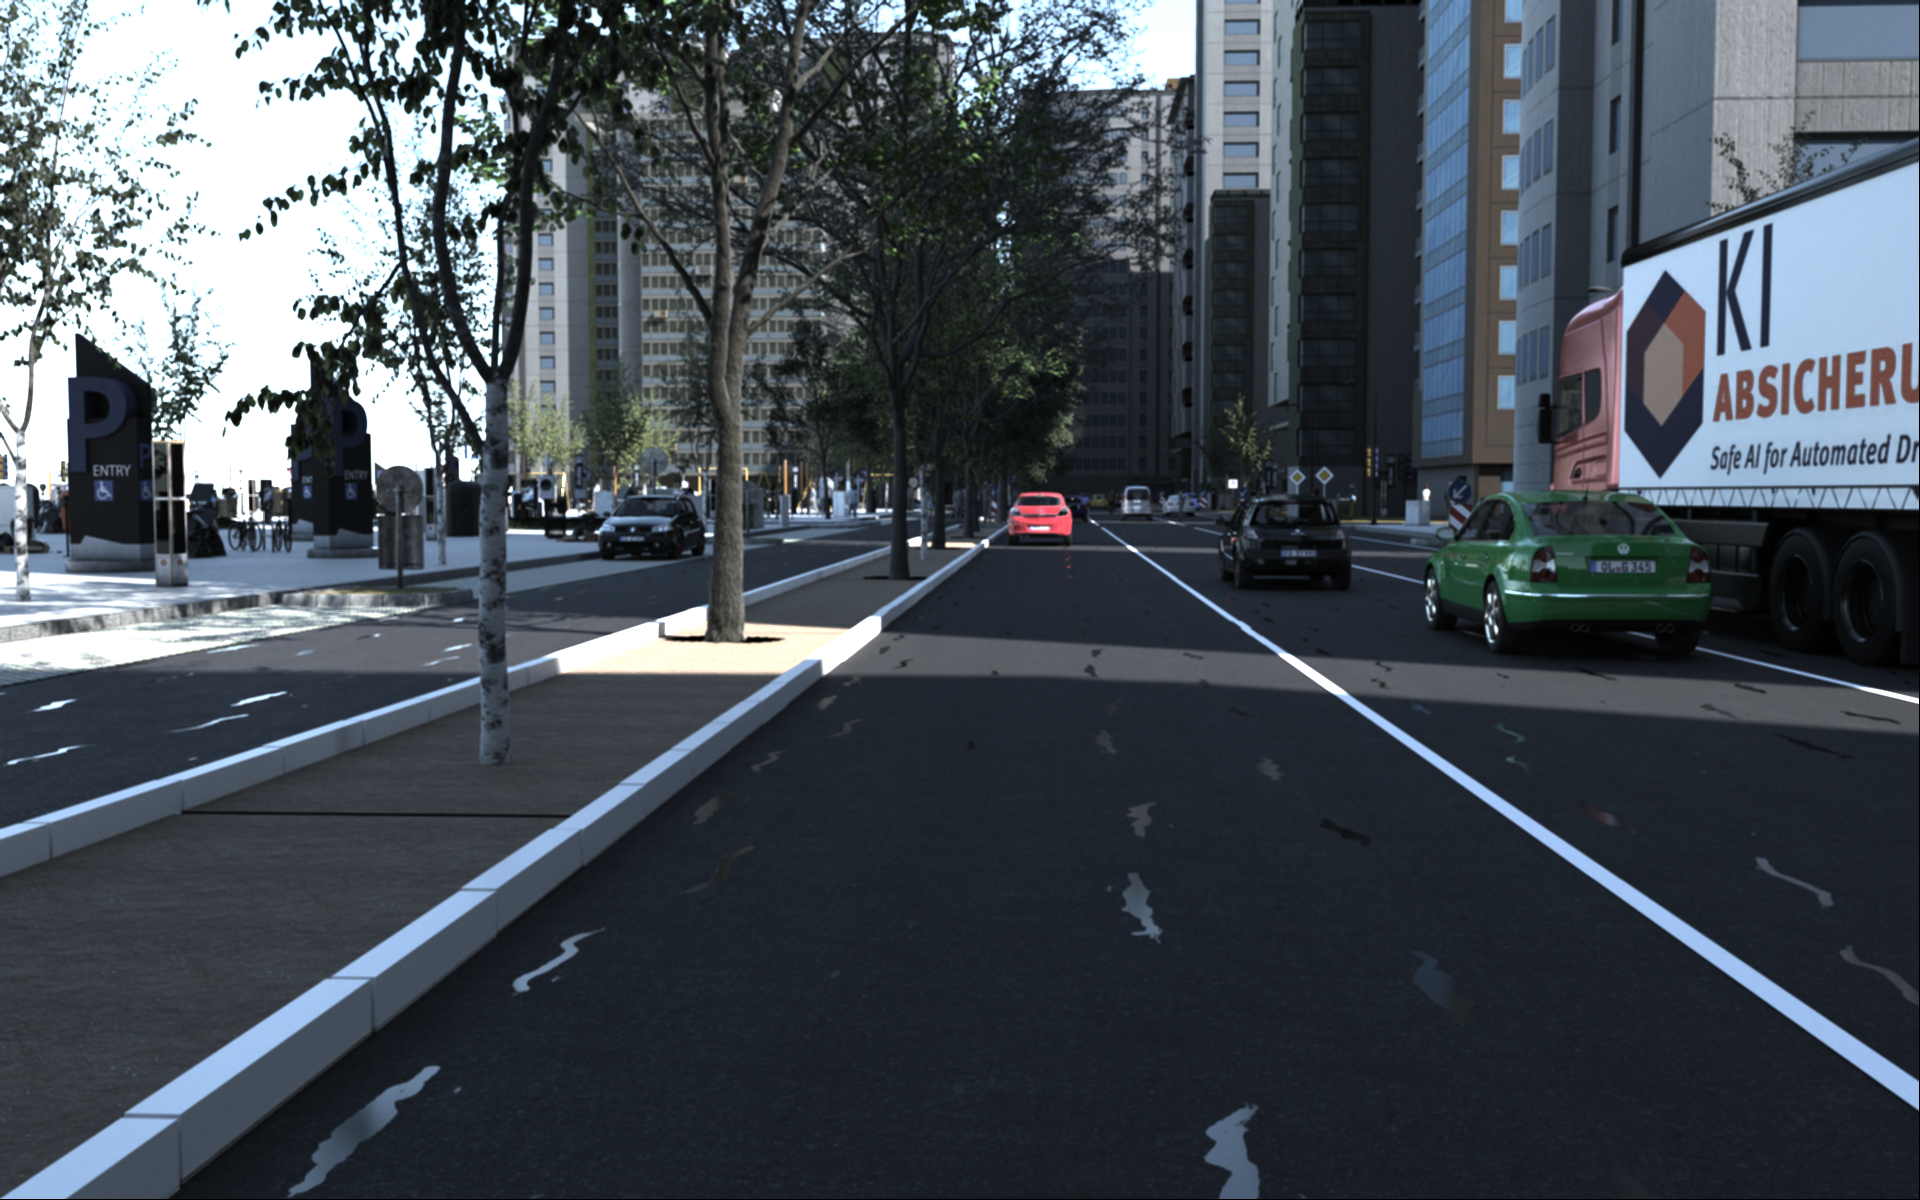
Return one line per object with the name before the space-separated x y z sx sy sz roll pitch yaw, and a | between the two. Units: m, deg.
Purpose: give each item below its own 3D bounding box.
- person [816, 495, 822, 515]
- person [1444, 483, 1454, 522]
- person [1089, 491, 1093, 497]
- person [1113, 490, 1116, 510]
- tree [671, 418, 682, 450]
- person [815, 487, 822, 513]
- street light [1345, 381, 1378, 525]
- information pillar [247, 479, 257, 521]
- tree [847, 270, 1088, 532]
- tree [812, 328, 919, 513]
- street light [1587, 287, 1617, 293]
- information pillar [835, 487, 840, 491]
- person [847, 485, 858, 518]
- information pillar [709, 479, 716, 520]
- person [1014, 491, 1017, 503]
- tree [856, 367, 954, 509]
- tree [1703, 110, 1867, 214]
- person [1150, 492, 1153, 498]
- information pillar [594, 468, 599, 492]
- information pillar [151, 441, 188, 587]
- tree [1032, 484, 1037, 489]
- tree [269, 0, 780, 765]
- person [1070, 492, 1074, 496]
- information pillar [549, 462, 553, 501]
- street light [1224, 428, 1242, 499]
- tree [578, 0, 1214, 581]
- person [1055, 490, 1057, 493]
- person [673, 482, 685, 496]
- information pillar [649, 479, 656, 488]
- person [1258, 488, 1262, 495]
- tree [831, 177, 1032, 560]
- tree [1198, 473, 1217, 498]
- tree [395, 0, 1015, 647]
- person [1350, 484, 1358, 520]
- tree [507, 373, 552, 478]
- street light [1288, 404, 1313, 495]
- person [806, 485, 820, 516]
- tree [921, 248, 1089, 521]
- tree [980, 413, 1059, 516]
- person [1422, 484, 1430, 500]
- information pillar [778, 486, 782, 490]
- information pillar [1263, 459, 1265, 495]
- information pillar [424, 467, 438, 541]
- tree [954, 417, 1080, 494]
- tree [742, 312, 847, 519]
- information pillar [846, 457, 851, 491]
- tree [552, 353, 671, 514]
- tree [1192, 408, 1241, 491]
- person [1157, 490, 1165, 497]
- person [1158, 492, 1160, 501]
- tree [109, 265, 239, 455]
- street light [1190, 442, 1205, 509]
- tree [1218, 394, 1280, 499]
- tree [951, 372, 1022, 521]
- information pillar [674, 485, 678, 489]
person | -8.640 -5.781 105.572 0.505 1.210 0.382 1 4 12
person | 22.760 -4.525 80.208 0.590 1.801 0.661 -1 4 -23
person | 17.212 -13.301 225.980 1.348 1.824 0.705 -2 4 -30
person | 14.241 -9.276 160.191 0.705 1.821 1.348 -1 4 -12
tree | -21.490 -10.332 119.296 4.737 8.622 4.395 0 3 0
person | -9.601 -6.783 117.282 0.601 1.785 0.444 -1 4 -8
street light | 16.574 -6.050 71.459 1.470 5.913 1.316 0 4 3
information pillar | -34.339 -4.865 84.027 0.304 2.012 0.304 0 4 3
tree | 0.650 -7.857 65.332 8.767 10.594 7.601 0 4 3
tree | -6.533 -12.072 115.506 7.486 12.596 7.792 0 3 0
street light | 14.761 -4.063 38.966 1.470 5.913 1.316 0 4 3
information pillar | -10.199 -8.552 144.316 0.304 2.012 0.304 -1 4 -21
person | -5.788 -5.341 93.630 0.793 1.790 0.793 -2 4 -26
information pillar | -12.206 -4.960 85.580 0.304 2.012 0.304 -1 4 -20
person | 6.481 -11.571 198.412 1.217 1.736 0.721 2 4 35
tree | -4.268 -14.175 148.769 9.611 12.733 9.660 0 3 0
tree | 15.799 -5.130 34.236 4.360 8.622 3.978 0 3 0
person | 22.466 -11.974 204.830 0.990 1.755 0.434 3 5 41
information pillar | -32.612 -10.038 155.475 0.504 3.616 0.183 0 4 4
information pillar | -10.936 -1.192 23.981 0.304 2.012 0.304 1 4 19
tree | 3.087 -9.321 105.220 4.737 8.622 4.395 0 3 0
tree | -2.465 -3.446 9.155 4.360 8.622 3.978 0 3 0
person | 14.574 -13.302 226.693 1.217 1.736 0.721 -3 4 -38
information pillar | -29.570 -8.192 125.292 0.183 3.616 0.504 0 4 8
street light | 19.170 -9.112 121.519 1.470 5.913 1.316 0 4 3
tree | -0.989 -7.071 28.435 12.009 13.543 11.850 0 3 0
person | 9.852 -10.383 178.398 0.705 1.807 1.348 -1 4 -10
person | -10.937 -3.672 66.744 0.731 1.740 0.598 -1 4 -9
information pillar | -14.859 -4.850 83.782 0.304 2.012 0.304 -1 4 -13
person | 24.347 -8.257 141.318 0.573 1.790 0.520 0 4 3
tree | -0.746 -5.151 37.040 4.737 8.622 4.395 0 3 0
tree | 22.456 -10.015 158.352 1.663 3.219 1.824 0 3 0
tree | -2.165 -5.387 16.288 9.928 11.665 9.643 0 3 0
person | 19.508 -4.884 86.082 0.537 1.800 0.526 3 5 45
tree | -26.542 -9.534 106.251 4.737 8.622 4.395 0 3 0
street light | 17.513 -7.117 88.906 1.470 5.913 1.316 0 4 3
person | -8.644 -5.854 102.023 0.850 1.792 0.678 -2 4 -28
tree | 2.123 -10.992 88.824 9.857 13.997 8.962 0 3 0
tree | 3.120 -11.665 111.307 7.486 12.596 7.792 0 3 0
person | 21.449 -4.486 79.960 0.480 1.755 0.524 -2 4 -33
information pillar | -16.177 -9.239 155.546 0.304 2.012 0.304 0 3 0
information pillar | 20.345 -7.618 115.916 0.183 3.616 0.504 1 4 16
information pillar | -14.554 -2.650 47.812 0.304 2.012 0.304 1 4 12
tree | 4.819 -13.380 138.226 9.611 12.733 9.660 0 3 0
tree | -7.103 -9.447 88.873 7.601 10.594 8.767 1 4 18
information pillar | -7.083 -7.276 110.314 0.183 3.616 0.504 -3 4 -36
tree | -18.218 -8.594 90.882 4.737 8.622 4.395 0 3 0
tree | 22.161 -12.182 149.532 4.360 8.622 3.978 0 3 0
person | 25.602 -13.112 220.501 1.350 1.814 0.705 -2 4 -34
person | 26.697 -13.723 233.404 0.750 1.759 0.617 3 5 39
tree | -25.103 -6.409 55.144 4.737 8.622 4.395 0 3 0
street light | 21.085 -11.089 153.844 1.470 5.913 1.316 0 4 3
tree | 21.195 -10.818 127.233 4.737 8.622 4.395 0 3 0
tree | 1.173 -7.862 81.359 4.360 8.622 3.978 0 3 0
information pillar | -20.469 -7.389 125.302 0.304 2.012 0.304 2 4 28
